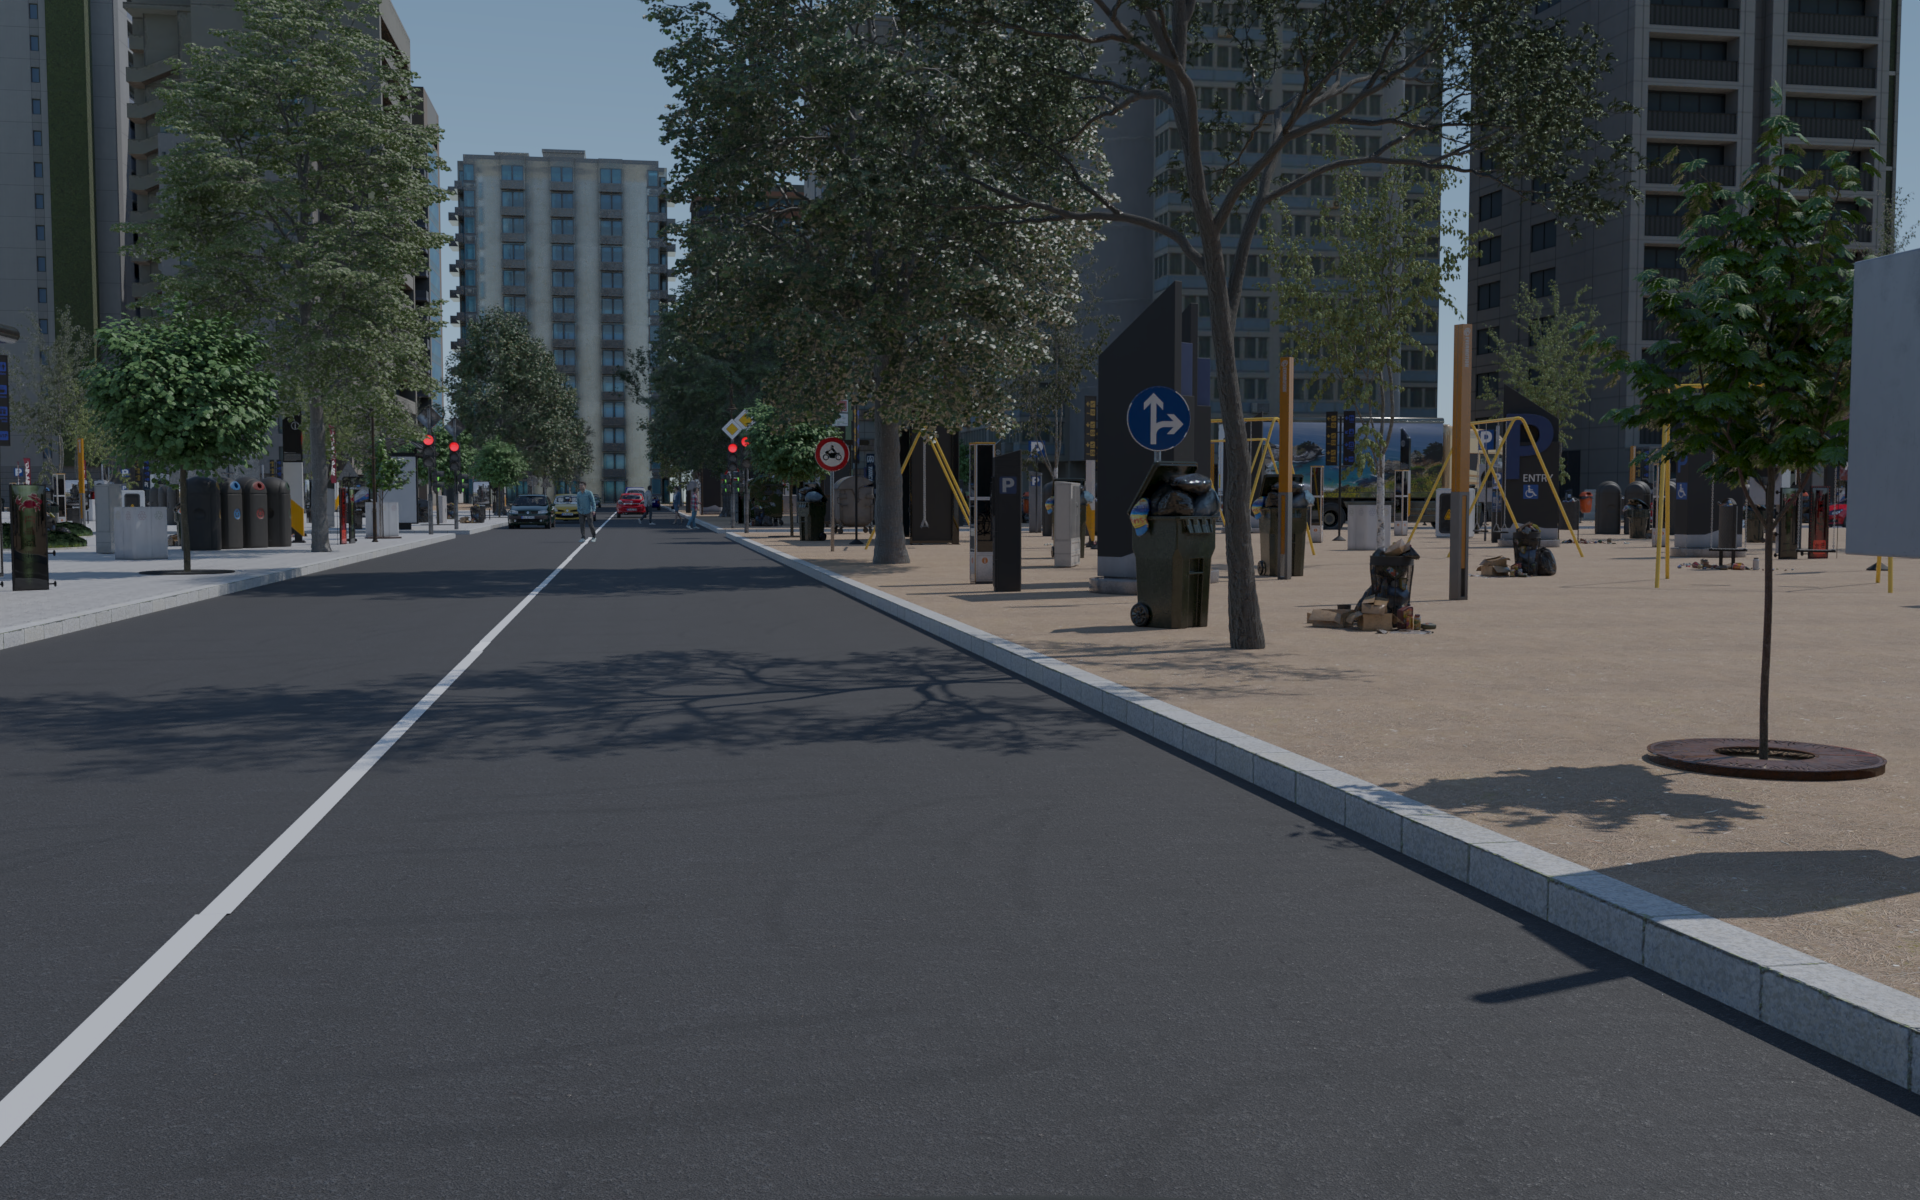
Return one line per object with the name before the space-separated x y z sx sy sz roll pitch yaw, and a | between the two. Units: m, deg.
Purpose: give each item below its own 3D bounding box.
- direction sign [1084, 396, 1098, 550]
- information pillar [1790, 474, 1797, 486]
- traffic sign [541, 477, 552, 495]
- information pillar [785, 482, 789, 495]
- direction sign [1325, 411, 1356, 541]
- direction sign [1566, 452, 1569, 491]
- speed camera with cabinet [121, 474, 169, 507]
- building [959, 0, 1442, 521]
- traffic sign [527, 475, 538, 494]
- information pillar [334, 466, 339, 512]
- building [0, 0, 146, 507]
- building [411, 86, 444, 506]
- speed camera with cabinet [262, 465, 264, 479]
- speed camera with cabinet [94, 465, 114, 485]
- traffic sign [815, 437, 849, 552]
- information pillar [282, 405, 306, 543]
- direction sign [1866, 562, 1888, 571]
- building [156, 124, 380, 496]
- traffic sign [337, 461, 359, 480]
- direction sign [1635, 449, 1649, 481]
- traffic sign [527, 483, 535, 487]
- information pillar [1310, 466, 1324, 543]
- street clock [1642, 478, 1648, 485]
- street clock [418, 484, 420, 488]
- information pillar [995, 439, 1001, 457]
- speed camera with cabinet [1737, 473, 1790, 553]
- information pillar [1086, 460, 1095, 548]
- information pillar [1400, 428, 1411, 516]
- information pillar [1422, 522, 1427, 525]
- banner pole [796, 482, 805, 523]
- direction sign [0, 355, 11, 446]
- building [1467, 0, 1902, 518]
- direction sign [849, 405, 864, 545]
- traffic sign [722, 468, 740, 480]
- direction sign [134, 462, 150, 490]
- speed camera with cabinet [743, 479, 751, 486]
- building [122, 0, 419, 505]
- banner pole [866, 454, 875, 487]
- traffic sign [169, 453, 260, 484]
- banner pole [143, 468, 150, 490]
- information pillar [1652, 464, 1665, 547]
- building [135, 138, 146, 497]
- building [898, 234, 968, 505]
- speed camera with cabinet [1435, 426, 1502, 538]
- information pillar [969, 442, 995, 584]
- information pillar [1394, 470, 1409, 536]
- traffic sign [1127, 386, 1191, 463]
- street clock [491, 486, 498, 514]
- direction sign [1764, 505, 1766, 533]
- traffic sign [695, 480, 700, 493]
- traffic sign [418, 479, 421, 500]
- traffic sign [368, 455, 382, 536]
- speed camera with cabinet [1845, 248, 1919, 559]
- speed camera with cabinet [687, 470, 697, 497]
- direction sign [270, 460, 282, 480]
direction sign | 3.214 -2.943 40.121 0.876 3.537 0.379 -3 4 -38
information pillar | 21.285 -2.452 44.583 0.304 2.012 0.304 -1 4 -14
traffic sign | -31.610 -8.094 132.334 0.884 2.594 0.081 0 4 -5
information pillar | -12.852 -8.418 128.993 0.183 3.616 0.504 -3 5 -41
direction sign | 10.393 -3.386 47.364 0.876 3.537 0.379 3 5 40
direction sign | 32.570 -6.172 92.911 0.379 3.537 0.876 1 4 14
speed camera with cabinet | -36.119 -5.033 76.631 2.038 3.252 0.660 -3 5 -40
building | 13.225 -24.764 96.775 23.993 40.220 32.217 -1 4 -11
traffic sign | -28.819 -7.139 116.825 0.768 2.556 0.104 0 4 -5
information pillar | -44.213 -8.041 122.829 0.183 3.616 0.504 0 4 7
building | -97.889 -38.754 175.629 28.212 58.520 21.231 -1 4 -11
building | -63.761 -32.779 186.040 14.200 45.320 14.600 -1 4 -11
speed camera with cabinet | -47.668 -7.529 117.434 0.660 3.252 2.038 -3 5 -40
speed camera with cabinet | -64.105 -8.235 128.971 2.038 3.252 0.660 -1 4 -23
traffic sign | -2.849 -2.356 38.628 0.768 2.556 0.104 0 4 -7
information pillar | -17.445 -3.302 45.350 0.504 3.616 0.183 -1 4 -9
direction sign | 15.431 -2.262 28.982 0.379 3.537 0.876 3 4 36
building | -55.023 -22.483 139.294 14.160 30.474 14.107 -1 4 -11
traffic sign | -23.840 -4.133 67.581 0.884 2.594 0.081 -1 4 -10
direction sign | 33.999 -5.773 86.380 0.876 3.537 0.379 -2 4 -24
traffic sign | -33.290 -8.233 134.719 0.768 2.556 0.104 0 4 -2
information pillar | 9.354 -2.502 45.404 0.304 2.012 0.304 1 4 21
street clock | 31.171 -4.545 78.876 0.358 2.002 0.471 2 4 29
street clock | -27.288 -5.024 86.716 0.471 2.002 0.358 2 4 33
information pillar | 1.537 -5.052 73.958 0.504 3.616 0.183 -1 4 -14
speed camera with cabinet | 17.006 -2.665 37.902 2.038 3.252 0.660 3 5 43
information pillar | 3.140 -3.075 41.626 0.183 3.616 0.504 -1 4 -13
information pillar | 15.642 -4.253 60.890 0.183 3.616 0.504 -2 4 -25
information pillar | 19.047 -4.864 70.889 0.183 3.616 0.504 1 4 15
banner pole | -7.085 -5.235 75.606 0.401 3.779 0.863 -1 4 -11
direction sign | -15.802 -2.200 27.975 0.379 3.537 0.876 3 5 42
building | 43.534 -40.389 98.605 20.611 71.187 20.563 -1 4 -11
direction sign | -2.643 -3.187 44.100 0.379 3.537 0.876 0 4 6
traffic sign | -8.801 -4.108 67.175 0.884 2.594 0.081 0 4 -3
direction sign | -52.797 -7.331 111.860 0.876 3.537 0.379 -2 4 -32
speed camera with cabinet | -12.582 -6.981 108.475 2.038 3.252 0.660 1 4 10
building | -61.548 -32.555 155.982 21.300 48.544 21.600 -1 4 -11
banner pole | -4.723 -6.385 94.409 0.863 3.779 0.401 1 4 10
traffic sign | -19.025 -3.078 44.195 2.265 3.308 0.079 0 4 -3
banner pole | -55.886 -7.908 119.310 0.863 3.779 0.401 -3 4 -38
information pillar | 16.910 -2.281 41.782 0.304 2.012 0.304 0 4 4
building | -77.647 -30.575 183.488 14.086 41.232 14.154 -1 4 -11
building | 9.677 -17.419 129.847 27.650 21.520 28.899 -1 4 -11
speed camera with cabinet | 14.937 -3.437 50.533 0.660 3.252 2.038 -3 5 -45
information pillar | 0.317 -1.238 24.739 0.304 2.012 0.304 -1 4 -15
information pillar | 13.525 -2.972 53.087 0.304 2.012 0.304 -3 5 -42
traffic sign | 2.335 -1.247 20.499 0.768 2.556 0.104 0 4 -7
street clock | -30.638 -6.693 113.993 0.358 2.002 0.471 2 4 30
direction sign | 26.455 -3.962 56.773 0.379 3.537 0.876 -1 4 -17
traffic sign | -17.976 -7.182 119.554 0.606 2.300 0.079 0 4 -6
traffic sign | -26.889 -5.246 85.870 0.768 2.556 0.104 0 4 -2
traffic sign | -17.049 -3.106 50.892 0.768 2.556 0.104 0 4 -6
speed camera with cabinet | 4.369 -0.733 6.321 2.038 3.252 0.660 0 4 -5
speed camera with cabinet | -17.697 -7.614 118.820 2.038 3.252 0.660 -1 4 -10
direction sign | -45.107 -7.475 114.216 0.876 3.537 0.379 1 4 15
